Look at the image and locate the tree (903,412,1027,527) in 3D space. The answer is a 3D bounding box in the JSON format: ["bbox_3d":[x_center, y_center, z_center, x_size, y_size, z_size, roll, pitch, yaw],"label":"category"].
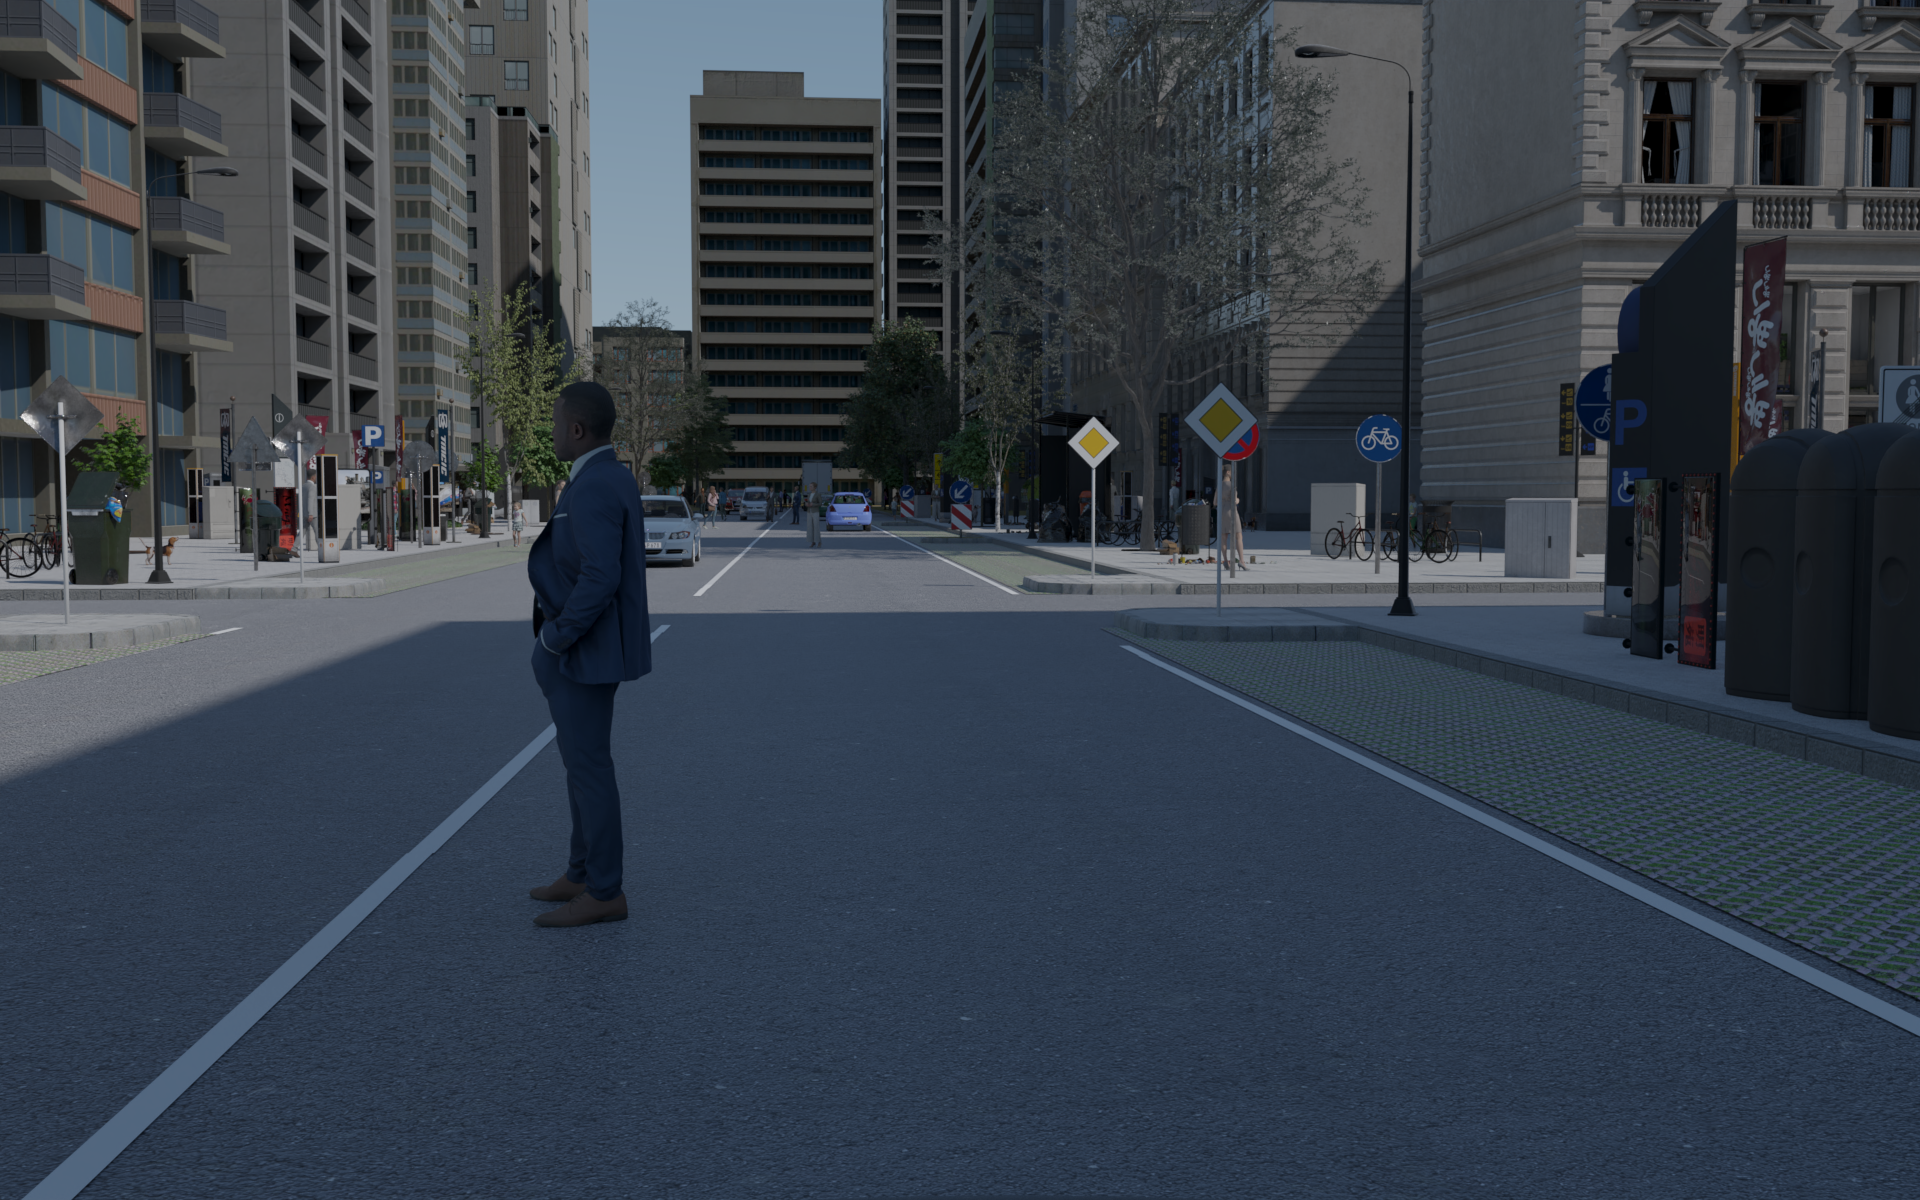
[{"bbox_3d":[0.925,-5.112,67.302,4.285,4.588,4.351,0,3,0],"label":"tree"}]

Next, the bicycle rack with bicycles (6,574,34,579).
[{"bbox_3d":[-15.088,-0.714,25.054,2.925,0.926,2.852,-1,4,-19],"label":"bicycle rack with bicycles"}]

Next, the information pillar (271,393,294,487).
[{"bbox_3d":[-15.849,-3.009,40.553,0.183,3.616,0.504,3,5,40],"label":"information pillar"}]

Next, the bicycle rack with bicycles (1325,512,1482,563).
[{"bbox_3d":[8.679,-1.211,33.179,2.852,0.926,2.925,-1,4,-16],"label":"bicycle rack with bicycles"}]

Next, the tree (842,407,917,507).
[{"bbox_3d":[-8.041,-15.483,171.275,7.486,12.596,7.792,0,3,0],"label":"tree"}]

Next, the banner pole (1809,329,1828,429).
[{"bbox_3d":[13.102,-2.233,26.520,0.401,3.779,0.863,1,4,11],"label":"banner pole"}]

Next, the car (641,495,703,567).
[{"bbox_3d":[-6.251,-1.435,35.472,2.014,1.417,4.499,0,4,-6],"label":"car"}]

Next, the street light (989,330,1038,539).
[{"bbox_3d":[1.534,-4.697,49.342,1.470,5.913,1.316,0,4,-5],"label":"street light"}]

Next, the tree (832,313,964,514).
[{"bbox_3d":[-3.517,-11.792,109.804,9.611,12.733,9.660,0,3,0],"label":"tree"}]

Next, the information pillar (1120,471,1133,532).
[{"bbox_3d":[5.310,-3.108,55.309,0.304,2.012,0.304,-1,4,-15],"label":"information pillar"}]

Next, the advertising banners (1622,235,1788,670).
[{"bbox_3d":[5.477,-1.017,12.821,0.090,3.025,2.074,0,4,-6],"label":"advertising banners"}]

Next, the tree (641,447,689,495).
[{"bbox_3d":[-20.678,-8.430,121.543,4.285,4.588,4.351,0,3,0],"label":"tree"}]

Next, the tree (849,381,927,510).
[{"bbox_3d":[-5.491,-13.149,140.744,9.928,11.665,9.643,0,3,0],"label":"tree"}]

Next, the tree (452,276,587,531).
[{"bbox_3d":[-15.249,-6.659,59.239,4.737,8.622,4.395,0,3,0],"label":"tree"}]

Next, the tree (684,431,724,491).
[{"bbox_3d":[-25.808,-13.747,175.131,4.737,8.622,4.395,0,3,0],"label":"tree"}]

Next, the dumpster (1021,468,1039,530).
[{"bbox_3d":[3.069,-3.698,62.949,1.502,2.255,1.985,0,4,-5],"label":"dumpster"}]

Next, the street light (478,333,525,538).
[{"bbox_3d":[-13.263,-4.745,50.114,1.470,5.913,1.316,0,4,-5],"label":"street light"}]

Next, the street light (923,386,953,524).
[{"bbox_3d":[-0.885,-6.250,74.731,1.470,5.913,1.316,0,4,-5],"label":"street light"}]

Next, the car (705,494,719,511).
[{"bbox_3d":[-19.397,-7.821,137.666,2.009,1.686,4.222,0,4,-5],"label":"car"}]

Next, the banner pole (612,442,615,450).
[{"bbox_3d":[-16.652,-5.673,82.769,0.401,3.779,0.863,-3,5,-43],"label":"banner pole"}]

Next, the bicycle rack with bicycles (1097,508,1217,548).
[{"bbox_3d":[4.571,-1.805,42.902,2.925,0.926,2.852,3,5,39],"label":"bicycle rack with bicycles"}]

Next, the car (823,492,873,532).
[{"bbox_3d":[-4.345,-3.531,67.315,1.945,1.707,3.694,0,4,-6],"label":"car"}]

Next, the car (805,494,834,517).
[{"bbox_3d":[-7.388,-5.052,94.405,2.131,1.459,4.920,0,4,-4],"label":"car"}]

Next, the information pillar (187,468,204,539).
[{"bbox_3d":[-21.774,-2.744,49.352,0.304,2.012,0.304,1,4,9],"label":"information pillar"}]

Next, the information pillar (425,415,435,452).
[{"bbox_3d":[-15.647,-3.662,51.235,0.183,3.616,0.504,0,4,6],"label":"information pillar"}]

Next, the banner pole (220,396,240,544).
[{"bbox_3d":[-18.752,-3.331,44.471,0.863,3.779,0.401,3,4,37],"label":"banner pole"}]

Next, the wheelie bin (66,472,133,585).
[{"bbox_3d":[-12.239,-1.022,24.622,0.980,1.594,0.693,1,4,11],"label":"wheelie bin"}]

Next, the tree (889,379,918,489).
[{"bbox_3d":[-1.341,-8.627,91.410,4.360,8.622,3.978,0,3,0],"label":"tree"}]

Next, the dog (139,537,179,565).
[{"bbox_3d":[-14.499,-0.889,31.366,0.406,0.507,0.540,2,4,29],"label":"dog"}]

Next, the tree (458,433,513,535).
[{"bbox_3d":[-14.898,-3.687,54.889,1.663,3.219,1.824,0,3,0],"label":"tree"}]

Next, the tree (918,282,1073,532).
[{"bbox_3d":[1.491,-6.640,58.928,4.360,8.622,3.978,0,3,0],"label":"tree"}]

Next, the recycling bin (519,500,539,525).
[{"bbox_3d":[-18.223,-3.710,73.210,0.722,1.027,0.722,-2,4,-26],"label":"recycling bin"}]

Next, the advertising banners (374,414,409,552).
[{"bbox_3d":[-12.818,-2.611,38.884,0.090,3.025,2.074,-2,4,-35],"label":"advertising banners"}]

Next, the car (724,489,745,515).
[{"bbox_3d":[-15.320,-6.822,120.212,2.281,1.827,5.304,0,4,-6],"label":"car"}]

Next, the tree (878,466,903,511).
[{"bbox_3d":[-4.756,-9.154,133.375,4.285,4.588,4.351,0,3,0],"label":"tree"}]

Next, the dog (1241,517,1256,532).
[{"bbox_3d":[9.754,-2.551,58.543,0.406,0.507,0.540,1,4,23],"label":"dog"}]

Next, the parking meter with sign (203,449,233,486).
[{"bbox_3d":[-26.857,-4.041,62.335,0.543,3.016,1.738,2,4,27],"label":"parking meter with sign"}]

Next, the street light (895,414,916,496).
[{"bbox_3d":[-3.117,-7.809,100.217,1.470,5.913,1.316,0,4,-5],"label":"street light"}]

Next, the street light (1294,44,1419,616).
[{"bbox_3d":[4.151,-2.788,18.118,1.470,5.913,1.316,0,4,-5],"label":"street light"}]

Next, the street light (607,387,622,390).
[{"bbox_3d":[-15.422,-6.299,75.525,1.470,5.913,1.316,0,4,-5],"label":"street light"}]

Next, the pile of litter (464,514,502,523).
[{"bbox_3d":[-21.124,-3.834,76.657,1.719,0.858,1.176,-1,4,-15],"label":"pile of litter"}]

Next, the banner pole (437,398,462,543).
[{"bbox_3d":[-13.383,-3.377,45.223,0.401,3.779,0.863,1,4,18],"label":"banner pole"}]

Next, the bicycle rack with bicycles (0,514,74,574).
[{"bbox_3d":[-16.418,-1.034,30.286,2.852,0.926,2.925,0,4,-1],"label":"bicycle rack with bicycles"}]

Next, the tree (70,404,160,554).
[{"bbox_3d":[-18.051,-2.619,37.424,1.663,3.219,1.824,0,3,0],"label":"tree"}]

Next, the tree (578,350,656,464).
[{"bbox_3d":[-18.084,-8.516,89.601,4.360,8.622,3.978,0,3,0],"label":"tree"}]

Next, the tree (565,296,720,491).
[{"bbox_3d":[-19.984,-12.050,107.388,12.009,13.543,11.850,0,3,0],"label":"tree"}]

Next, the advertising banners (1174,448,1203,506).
[{"bbox_3d":[8.811,-4.270,66.000,2.074,3.025,0.090,-3,4,-37],"label":"advertising banners"}]

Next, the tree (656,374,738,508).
[{"bbox_3d":[-24.832,-15.014,163.606,7.486,12.596,7.792,0,3,0],"label":"tree"}]

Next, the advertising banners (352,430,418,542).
[{"bbox_3d":[-15.554,-3.099,46.858,2.074,3.025,0.090,1,4,19],"label":"advertising banners"}]

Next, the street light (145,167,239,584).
[{"bbox_3d":[-10.949,-3.191,24.717,1.470,5.913,1.316,0,4,-5],"label":"street light"}]

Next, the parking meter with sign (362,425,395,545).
[{"bbox_3d":[-14.941,-2.958,44.632,0.543,3.016,1.738,-1,4,-8],"label":"parking meter with sign"}]

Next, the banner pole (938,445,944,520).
[{"bbox_3d":[-0.906,-5.897,86.429,0.401,3.779,0.863,0,4,-8],"label":"banner pole"}]

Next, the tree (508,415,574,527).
[{"bbox_3d":[-16.370,-5.182,68.438,4.285,4.588,4.351,0,3,0],"label":"tree"}]

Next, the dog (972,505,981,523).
[{"bbox_3d":[0.551,-3.781,76.201,0.513,0.831,0.800,-1,4,-17],"label":"dog"}]

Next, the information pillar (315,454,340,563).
[{"bbox_3d":[-11.741,-1.692,32.162,0.304,2.012,0.304,-3,5,-41],"label":"information pillar"}]

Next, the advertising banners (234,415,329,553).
[{"bbox_3d":[-14.818,-2.552,37.921,2.074,3.025,0.090,-3,5,-40],"label":"advertising banners"}]

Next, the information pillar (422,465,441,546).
[{"bbox_3d":[-13.193,-2.368,43.211,0.304,2.012,0.304,2,4,24],"label":"information pillar"}]

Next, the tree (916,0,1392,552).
[{"bbox_3d":[4.177,-7.820,38.222,12.009,13.543,11.850,0,3,0],"label":"tree"}]
